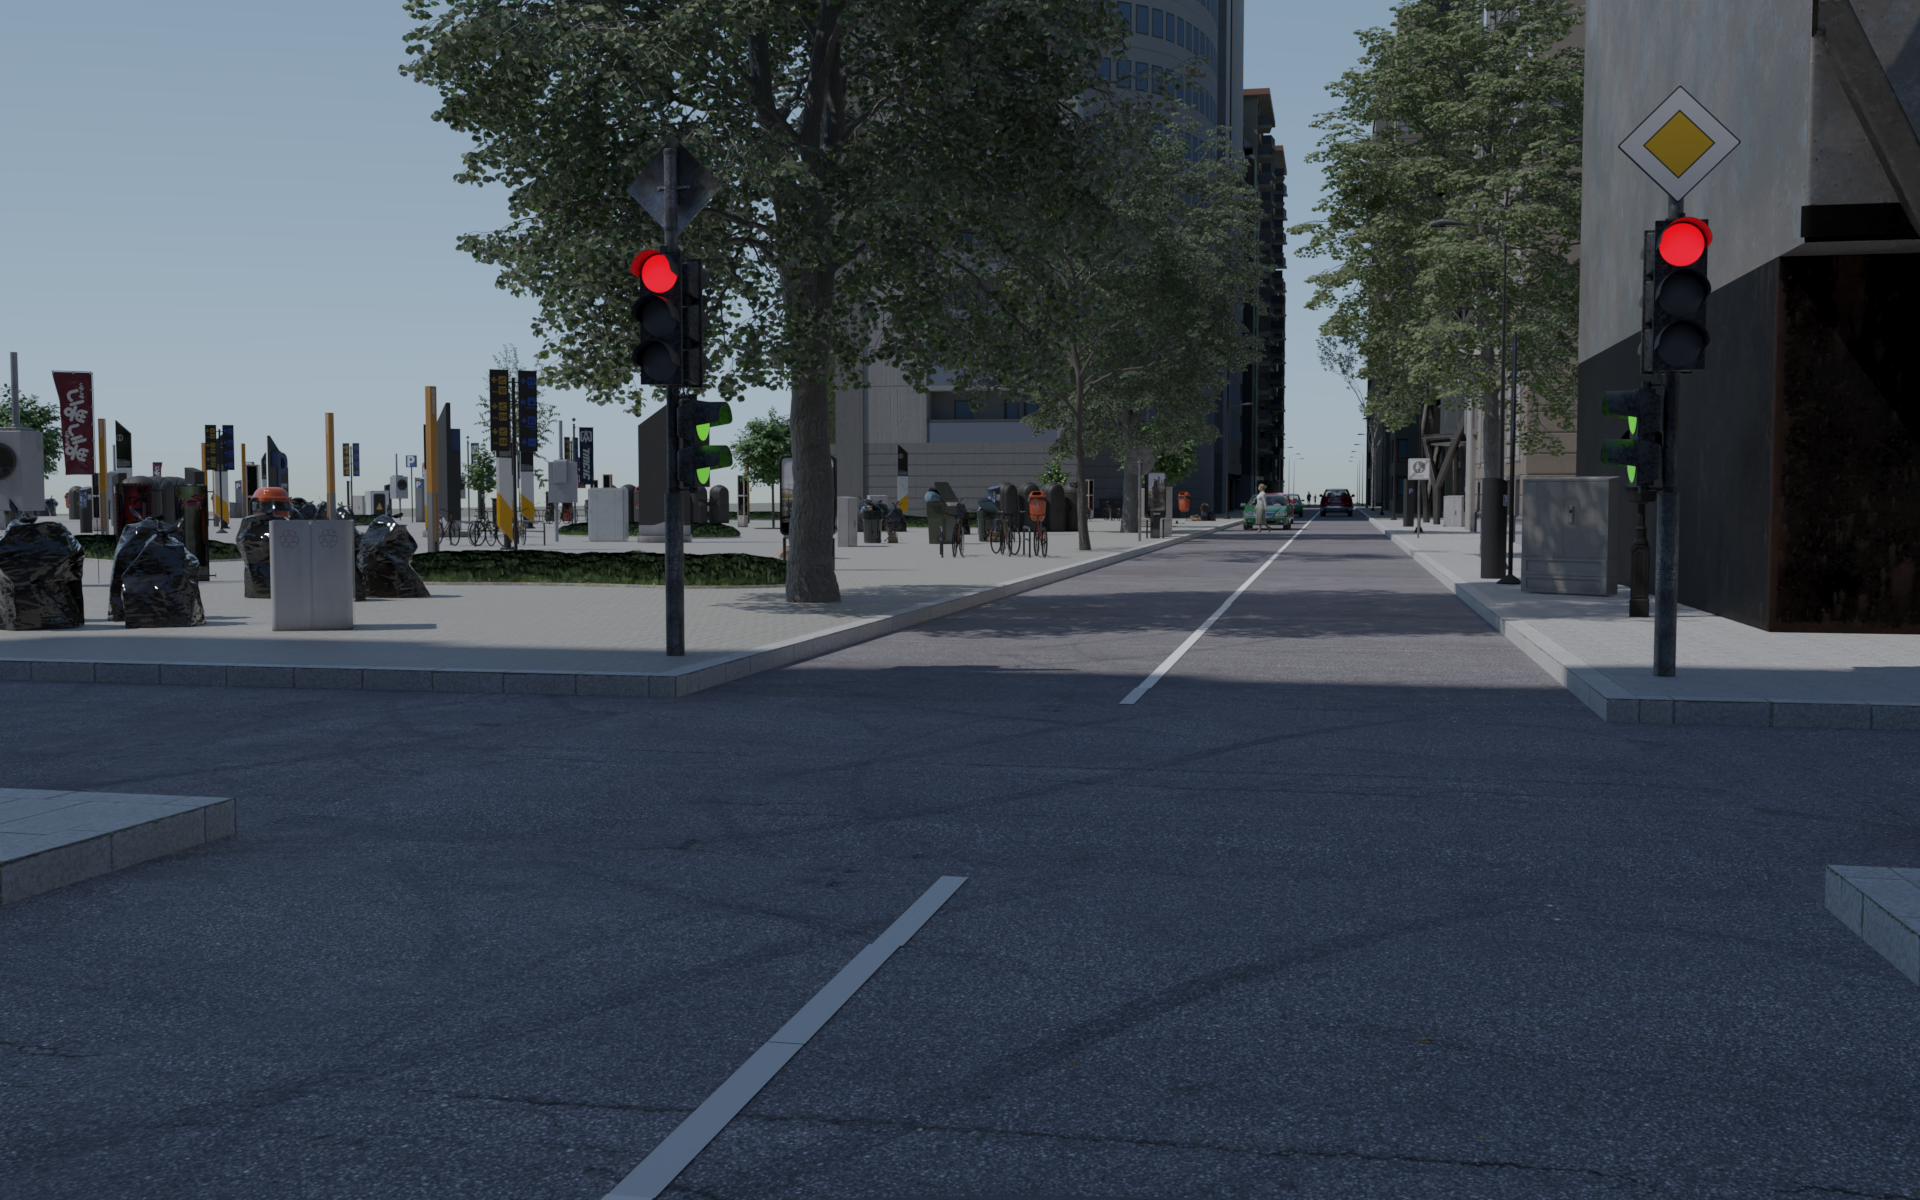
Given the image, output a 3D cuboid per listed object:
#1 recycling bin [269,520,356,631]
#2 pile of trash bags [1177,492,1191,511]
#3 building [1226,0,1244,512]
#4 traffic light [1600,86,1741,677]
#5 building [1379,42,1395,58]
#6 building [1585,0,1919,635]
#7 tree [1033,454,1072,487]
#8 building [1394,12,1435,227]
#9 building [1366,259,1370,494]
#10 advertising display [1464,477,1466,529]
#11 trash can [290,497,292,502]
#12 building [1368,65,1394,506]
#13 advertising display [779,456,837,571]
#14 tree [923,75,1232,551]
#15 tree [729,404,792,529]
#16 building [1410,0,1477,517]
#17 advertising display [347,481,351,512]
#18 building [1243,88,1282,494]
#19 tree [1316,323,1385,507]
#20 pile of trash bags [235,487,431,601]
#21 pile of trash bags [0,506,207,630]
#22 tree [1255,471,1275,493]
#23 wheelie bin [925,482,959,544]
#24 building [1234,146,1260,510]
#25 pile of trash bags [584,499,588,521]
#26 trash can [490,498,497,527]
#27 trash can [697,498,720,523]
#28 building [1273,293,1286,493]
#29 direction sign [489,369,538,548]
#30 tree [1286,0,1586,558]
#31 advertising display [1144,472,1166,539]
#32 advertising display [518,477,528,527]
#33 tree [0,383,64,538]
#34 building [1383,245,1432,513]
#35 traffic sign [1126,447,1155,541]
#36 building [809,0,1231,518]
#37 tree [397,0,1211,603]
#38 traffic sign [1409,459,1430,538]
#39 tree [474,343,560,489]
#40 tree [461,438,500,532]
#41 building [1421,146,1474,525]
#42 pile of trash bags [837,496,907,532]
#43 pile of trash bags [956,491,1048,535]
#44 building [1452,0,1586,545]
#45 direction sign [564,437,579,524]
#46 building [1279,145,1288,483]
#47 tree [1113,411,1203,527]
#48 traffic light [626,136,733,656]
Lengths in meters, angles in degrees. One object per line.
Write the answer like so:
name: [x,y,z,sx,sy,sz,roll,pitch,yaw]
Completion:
recycling bin: [-6.186,-0.246,16.576,0.722,1.027,0.722,-1,4,-17]
pile of trash bags: [9.849,-4.612,85.156,3.447,1.369,1.912,3,5,41]
building: [12.899,-29.006,124.359,14.600,45.320,14.200,1,4,12]
traffic light: [4.950,-1.418,12.104,0.839,4.253,0.868,1,4,12]
building: [64.516,-41.722,224.158,21.231,58.520,28.212,1,4,12]
building: [16.755,-9.253,18.745,16.811,18.784,16.820,1,4,12]
tree: [4.457,-5.234,80.172,1.663,3.219,1.824,0,3,0]
building: [44.400,-28.479,149.232,14.154,41.232,14.086,1,4,12]
building: [55.480,-26.524,205.361,14.160,30.474,14.107,1,4,12]
advertising display: [19.024,-3.591,63.919,0.123,1.923,0.974,-2,4,-35]
trash can: [-35.030,-4.788,89.940,0.748,1.137,0.748,0,3,0]
building: [55.151,-34.391,185.988,21.300,48.544,21.600,1,4,12]
advertising display: [-2.548,-1.462,29.113,0.974,1.923,0.123,1,4,11]
tree: [2.505,-6.407,39.172,7.601,10.594,8.767,0,4,1]
tree: [-6.947,-4.899,63.818,4.285,4.588,4.351,0,3,0]
building: [37.369,-27.135,98.275,22.147,44.769,28.867,1,4,12]
advertising display: [-29.540,-4.806,83.786,0.123,1.923,0.974,-1,4,-13]
building: [22.296,-32.499,185.978,22.147,44.769,28.867,1,4,12]
tree: [41.972,-19.144,168.889,12.611,20.169,13.585,0,3,0]
pile of trash bags: [-8.247,-0.752,22.042,1.912,1.369,3.447,-3,5,-43]
pile of trash bags: [-9.218,-0.443,16.998,3.447,1.369,1.912,-1,4,-16]
tree: [26.232,-9.391,148.151,1.663,3.219,1.824,0,3,0]
wheelie bin: [-0.499,-2.238,44.499,0.693,1.594,0.980,2,4,32]
building: [19.007,-23.336,153.242,14.160,30.474,14.107,1,4,12]
pile of trash bags: [-17.312,-4.557,84.259,1.912,1.369,3.447,-1,4,-10]
trash can: [-16.866,-3.177,63.599,0.748,1.137,0.748,0,3,0]
trash can: [-8.316,-2.787,57.219,0.748,1.137,0.748,0,3,0]
building: [36.828,-28.365,235.462,14.160,30.474,14.107,1,4,12]
direction sign: [-8.143,-2.426,31.666,0.876,3.537,0.379,-2,4,-33]
tree: [10.254,-7.119,34.527,7.486,12.596,7.792,0,3,0]
advertising display: [5.648,-2.744,50.084,0.123,1.923,0.974,3,5,40]
advertising display: [-16.634,-3.742,66.395,0.123,1.923,0.974,-3,5,-41]
tree: [-28.071,-4.132,51.265,4.285,4.588,4.351,0,3,0]
building: [45.823,-17.280,127.572,27.650,21.520,28.899,1,4,12]
traffic sign: [4.881,-2.867,46.974,0.768,2.556,0.104,1,4,16]
building: [4.651,-34.324,103.194,21.231,58.520,28.212,1,4,12]
tree: [-1.872,-6.949,20.265,9.857,13.997,8.962,0,3,0]
traffic sign: [13.300,-2.941,50.212,0.606,2.300,0.079,1,4,18]
tree: [-21.240,-8.167,83.897,4.737,8.622,4.395,0,3,0]
tree: [-16.272,-3.978,59.638,1.663,3.219,1.824,0,3,0]
building: [28.489,-12.662,74.474,16.820,18.784,16.811,1,4,12]
pile of trash bags: [-3.616,-2.998,58.768,3.447,1.369,1.912,-1,4,-23]
pile of trash bags: [1.091,-2.765,54.963,3.447,1.369,1.912,1,4,14]
building: [22.180,-16.188,50.584,13.634,28.700,20.117,1,4,12]
direction sign: [-15.423,-4.697,68.790,0.379,3.537,0.876,2,4,24]
building: [29.020,-34.260,214.771,22.147,44.769,28.867,1,4,12]
tree: [7.679,-5.107,67.213,4.285,4.588,4.351,0,3,0]
traffic light: [-2.246,-1.512,13.650,0.839,4.253,0.868,1,4,12]
